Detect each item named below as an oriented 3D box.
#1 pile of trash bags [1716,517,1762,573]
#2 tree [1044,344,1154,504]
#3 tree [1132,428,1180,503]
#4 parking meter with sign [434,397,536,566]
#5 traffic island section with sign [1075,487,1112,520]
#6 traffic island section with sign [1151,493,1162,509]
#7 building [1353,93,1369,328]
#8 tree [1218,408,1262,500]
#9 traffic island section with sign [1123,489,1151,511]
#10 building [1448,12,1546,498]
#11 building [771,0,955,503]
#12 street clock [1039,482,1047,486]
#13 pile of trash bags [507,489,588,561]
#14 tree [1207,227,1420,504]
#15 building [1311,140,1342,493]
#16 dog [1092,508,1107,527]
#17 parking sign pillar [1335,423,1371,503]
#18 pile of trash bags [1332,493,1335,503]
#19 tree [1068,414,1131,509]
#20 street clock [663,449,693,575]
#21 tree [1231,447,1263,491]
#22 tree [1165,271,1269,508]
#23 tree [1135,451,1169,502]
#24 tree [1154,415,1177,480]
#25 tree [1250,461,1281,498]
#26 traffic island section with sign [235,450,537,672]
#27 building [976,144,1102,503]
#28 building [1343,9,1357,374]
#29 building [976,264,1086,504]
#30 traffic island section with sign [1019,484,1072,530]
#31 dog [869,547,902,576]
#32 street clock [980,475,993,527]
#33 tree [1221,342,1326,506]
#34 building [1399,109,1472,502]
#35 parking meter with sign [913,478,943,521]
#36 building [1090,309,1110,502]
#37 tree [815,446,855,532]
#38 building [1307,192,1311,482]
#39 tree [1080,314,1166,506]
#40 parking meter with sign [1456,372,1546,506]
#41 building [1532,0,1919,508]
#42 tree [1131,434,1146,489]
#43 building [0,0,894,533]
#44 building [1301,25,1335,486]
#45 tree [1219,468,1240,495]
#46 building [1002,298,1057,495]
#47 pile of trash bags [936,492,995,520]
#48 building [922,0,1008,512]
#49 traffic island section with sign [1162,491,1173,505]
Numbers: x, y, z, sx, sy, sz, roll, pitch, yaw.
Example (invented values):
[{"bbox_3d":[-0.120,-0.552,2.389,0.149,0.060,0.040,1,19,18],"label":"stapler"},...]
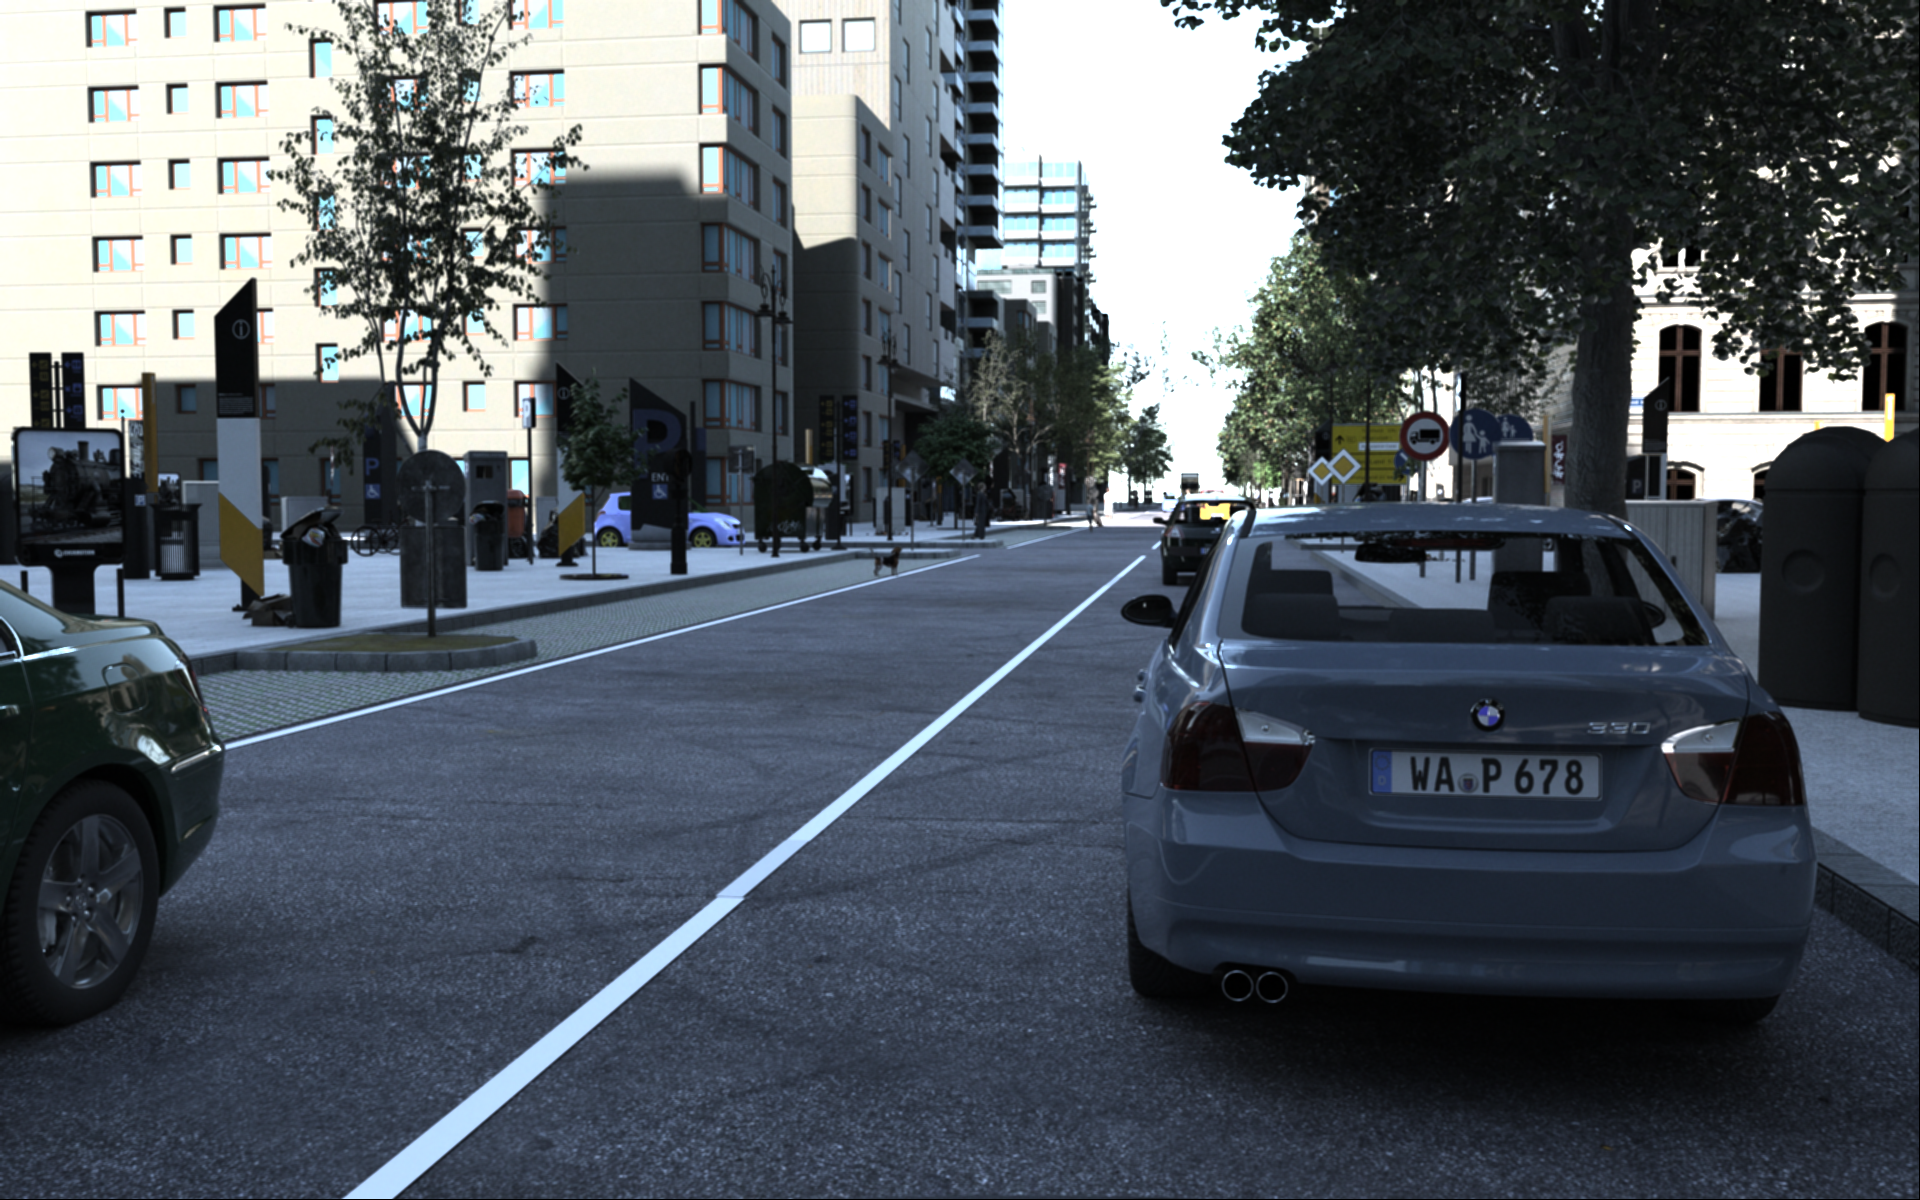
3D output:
[{"bbox_3d":[13.844,-1.149,28.544,3.447,1.369,1.912,1,4,15],"label":"pile of trash bags"},{"bbox_3d":[9.954,-13.055,131.575,7.486,12.596,7.792,0,3,0],"label":"tree"},{"bbox_3d":[29.346,-20.649,263.368,9.928,11.665,9.643,0,3,0],"label":"tree"},{"bbox_3d":[-8.512,-2.125,31.008,1.738,3.016,0.543,-2,4,-30],"label":"parking meter with sign"},{"bbox_3d":[7.453,-5.375,96.502,1.989,1.847,2.006,1,4,8],"label":"traffic island section with sign"},{"bbox_3d":[18.780,-10.002,172.155,1.989,1.847,2.006,1,4,8],"label":"traffic island section with sign"},{"bbox_3d":[41.031,-28.502,149.606,14.154,41.232,14.086,1,4,8],"label":"building"},{"bbox_3d":[31.493,-15.864,185.128,9.928,11.665,9.643,0,3,0],"label":"tree"},{"bbox_3d":[14.662,-8.320,144.656,1.989,1.847,2.006,1,4,8],"label":"traffic island section with sign"},{"bbox_3d":[31.690,-17.562,80.646,14.314,27.812,24.014,1,4,8],"label":"building"},{"bbox_3d":[-15.183,-31.824,109.557,28.713,52.752,27.495,1,4,8],"label":"building"},{"bbox_3d":[4.787,-5.827,99.837,0.471,2.002,0.358,-2,4,-26],"label":"street clock"},{"bbox_3d":[-8.559,-1.519,34.590,1.912,1.369,3.447,0,4,-2],"label":"pile of trash bags"},{"bbox_3d":[15.069,-9.565,73.401,9.611,12.733,9.660,0,3,0],"label":"tree"},{"bbox_3d":[51.185,-34.665,216.880,14.600,45.320,14.200,1,4,8],"label":"building"},{"bbox_3d":[6.162,-3.631,76.207,0.800,0.831,0.513,0,4,4],"label":"dog"},{"bbox_3d":[14.536,-4.616,63.946,1.447,3.967,1.447,1,4,14],"label":"parking sign pillar"},{"bbox_3d":[26.005,-6.387,114.171,3.447,1.369,1.912,-1,4,-12],"label":"pile of trash bags"},{"bbox_3d":[10.777,-11.591,139.882,4.737,8.622,4.395,0,3,0],"label":"tree"},{"bbox_3d":[-4.499,-1.413,27.666,0.358,2.002,0.471,2,4,32],"label":"street clock"},{"bbox_3d":[23.955,-11.612,140.222,4.360,8.622,3.978,0,3,0],"label":"tree"},{"bbox_3d":[25.076,-17.978,149.832,12.611,20.169,13.585,0,3,0],"label":"tree"},{"bbox_3d":[30.655,-19.594,270.718,4.360,8.622,3.978,0,3,0],"label":"tree"},{"bbox_3d":[23.677,-18.501,220.622,7.486,12.596,7.792,0,3,0],"label":"tree"},{"bbox_3d":[23.523,-8.987,130.643,4.285,4.588,4.351,0,3,0],"label":"tree"},{"bbox_3d":[-4.754,-0.378,14.812,1.989,1.847,2.006,1,4,8],"label":"traffic island section with sign"},{"bbox_3d":[7.829,-38.200,244.177,23.786,49.044,30.456,1,4,8],"label":"building"},{"bbox_3d":[48.231,-38.375,169.435,21.231,58.520,28.212,1,4,8],"label":"building"},{"bbox_3d":[8.614,-27.550,222.140,14.160,30.474,14.107,1,4,8],"label":"building"},{"bbox_3d":[3.468,-3.739,69.762,1.989,1.847,2.006,1,4,8],"label":"traffic island section with sign"},{"bbox_3d":[-1.286,-0.666,30.177,0.406,0.507,0.540,1,4,21],"label":"dog"},{"bbox_3d":[1.034,-3.836,67.284,0.471,2.002,0.358,-3,5,-40],"label":"street clock"},{"bbox_3d":[19.407,-10.420,104.784,8.767,10.594,7.601,3,4,37],"label":"tree"},{"bbox_3d":[33.769,-18.844,105.356,12.463,27.353,25.104,1,4,8],"label":"building"},{"bbox_3d":[-1.530,-5.387,84.335,1.738,3.016,0.543,2,4,34],"label":"parking meter with sign"},{"bbox_3d":[15.590,-30.281,266.797,14.160,30.474,14.107,1,4,8],"label":"building"},{"bbox_3d":[-4.600,-3.965,59.433,1.663,3.219,1.824,0,3,0],"label":"tree"},{"bbox_3d":[59.268,-37.853,238.497,23.786,49.044,30.456,1,4,8],"label":"building"},{"bbox_3d":[19.083,-19.936,181.835,12.611,20.169,13.585,0,3,0],"label":"tree"},{"bbox_3d":[8.025,-1.748,24.842,1.738,3.016,0.543,1,4,10],"label":"parking meter with sign"},{"bbox_3d":[37.596,-14.488,55.970,34.723,24.649,14.460,1,4,8],"label":"building"},{"bbox_3d":[13.829,-12.325,151.880,4.737,8.622,4.395,0,3,0],"label":"tree"},{"bbox_3d":[-18.980,-13.864,71.718,27.650,21.520,28.899,1,4,8],"label":"building"},{"bbox_3d":[60.803,-50.488,263.728,20.563,71.187,20.611,1,4,8],"label":"building"},{"bbox_3d":[43.986,-21.530,270.140,7.486,12.596,7.792,0,3,0],"label":"tree"},{"bbox_3d":[-5.621,-19.872,169.941,27.650,21.520,28.899,1,4,8],"label":"building"},{"bbox_3d":[0.171,-4.753,87.466,3.447,1.369,1.912,1,4,14],"label":"pile of trash bags"},{"bbox_3d":[-7.072,-50.476,137.948,22.319,86.520,31.000,1,4,8],"label":"building"},{"bbox_3d":[26.888,-13.316,226.338,1.989,1.847,2.006,1,4,8],"label":"traffic island section with sign"}]
